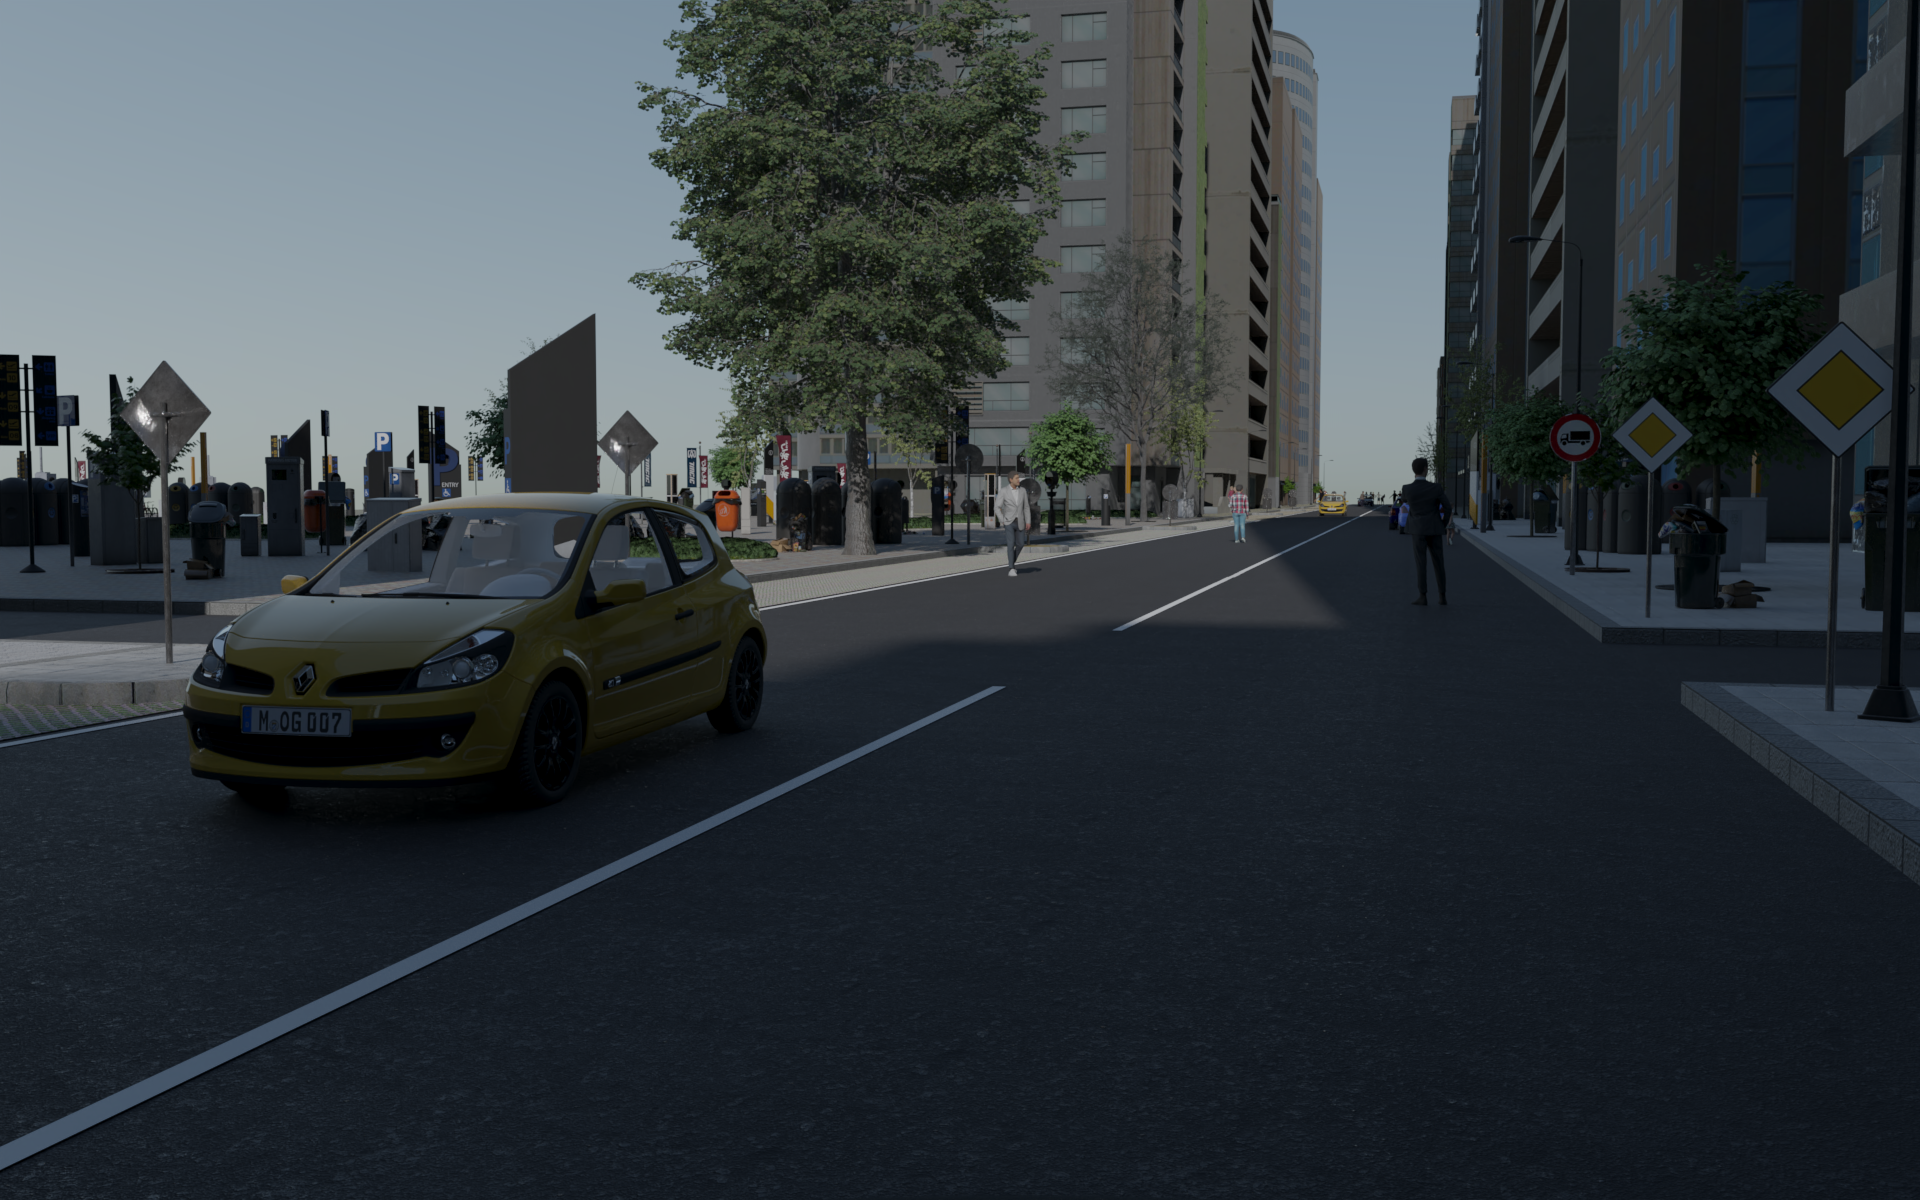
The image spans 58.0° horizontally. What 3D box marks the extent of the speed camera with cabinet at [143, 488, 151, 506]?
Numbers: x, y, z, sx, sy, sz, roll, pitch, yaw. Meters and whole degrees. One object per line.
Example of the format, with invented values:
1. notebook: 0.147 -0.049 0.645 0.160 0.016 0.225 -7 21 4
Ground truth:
1. speed camera with cabinet: -49.743 -6.771 105.040 0.660 3.252 2.038 0 4 -4

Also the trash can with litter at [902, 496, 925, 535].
1. trash can with litter: -1.955 -2.691 55.059 1.678 1.210 2.233 1 4 13

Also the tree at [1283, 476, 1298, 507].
1. tree: 31.911 -10.658 168.867 1.663 3.219 1.824 0 3 0

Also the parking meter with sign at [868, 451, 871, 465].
1. parking meter with sign: -4.243 -4.606 71.577 0.543 3.016 1.738 -1 4 -23

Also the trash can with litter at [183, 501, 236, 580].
1. trash can with litter: -11.434 -0.914 26.335 0.624 1.170 1.055 -1 4 -12

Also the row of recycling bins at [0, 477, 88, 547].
1. row of recycling bins: -22.937 -2.240 43.738 1.069 1.692 3.534 1 4 12

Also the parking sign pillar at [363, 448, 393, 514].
1. parking sign pillar: -26.576 -5.547 79.160 1.447 3.967 1.447 3 4 37

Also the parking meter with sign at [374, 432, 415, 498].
1. parking meter with sign: -15.872 -3.248 49.366 0.543 3.016 1.738 1 4 19

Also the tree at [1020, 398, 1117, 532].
1. tree: 3.570 -4.599 58.911 4.285 4.588 4.351 0 3 0

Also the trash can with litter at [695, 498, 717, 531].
1. trash can with litter: -6.469 -1.961 43.443 0.624 1.170 1.055 2 4 35

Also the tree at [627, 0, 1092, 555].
1. tree: -2.145 -7.915 36.068 9.857 13.997 8.962 0 3 0

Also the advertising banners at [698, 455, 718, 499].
1. advertising banners: -11.017 -5.037 78.548 0.090 3.025 2.074 3 5 44

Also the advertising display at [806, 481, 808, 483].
1. advertising display: -7.215 -4.948 86.117 0.974 1.923 0.123 0 4 2

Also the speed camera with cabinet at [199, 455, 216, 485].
1. speed camera with cabinet: -37.569 -5.740 88.178 2.038 3.252 0.660 -3 5 -40

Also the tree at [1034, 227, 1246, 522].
1. tree: 8.403 -10.351 79.614 12.009 13.543 11.850 0 3 0

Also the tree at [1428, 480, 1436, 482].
1. tree: 57.940 -13.344 212.768 1.663 3.219 1.824 0 3 0

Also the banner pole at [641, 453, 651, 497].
1. banner pole: -13.204 -5.054 72.646 0.863 3.779 0.401 3 5 40

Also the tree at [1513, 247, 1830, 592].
1. tree: 10.110 -2.411 23.133 4.285 4.588 4.351 0 3 0

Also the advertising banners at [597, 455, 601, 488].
1. advertising banners: -16.538 -4.944 77.030 0.090 3.025 2.074 2 4 24

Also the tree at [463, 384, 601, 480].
1. tree: -10.549 -3.650 43.393 4.285 4.588 4.351 0 3 0

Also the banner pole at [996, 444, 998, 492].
1. banner pole: 1.854 -5.941 87.157 0.401 3.779 0.863 0 4 4

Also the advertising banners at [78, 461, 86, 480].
1. advertising banners: -45.170 -5.760 90.368 2.074 3.025 0.090 1 4 19

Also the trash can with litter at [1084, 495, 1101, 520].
1. trash can with litter: 6.716 -4.718 88.196 1.678 1.210 2.233 1 4 16

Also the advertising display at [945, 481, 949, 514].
1. advertising display: -0.912 -4.718 82.347 0.123 1.923 0.974 3 5 43

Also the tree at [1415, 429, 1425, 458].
1. tree: 47.427 -13.573 172.287 4.737 8.622 4.395 0 3 0

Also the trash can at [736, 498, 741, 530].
1. trash can: -8.067 -3.129 62.817 0.748 1.137 0.748 0 3 0

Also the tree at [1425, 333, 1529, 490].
1. tree: 23.832 -7.849 78.698 4.737 8.622 4.395 0 3 0

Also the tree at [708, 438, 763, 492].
1. tree: -12.754 -6.989 97.988 4.285 4.588 4.351 0 3 0

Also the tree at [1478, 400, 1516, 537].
1. tree: 17.174 -4.156 51.668 4.285 4.588 4.351 0 3 0

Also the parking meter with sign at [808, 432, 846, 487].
1. parking meter with sign: -3.786 -3.118 47.247 1.738 3.016 0.543 -1 4 -22

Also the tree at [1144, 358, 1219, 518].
1. tree: 11.892 -8.665 92.032 4.737 8.622 4.395 0 3 0

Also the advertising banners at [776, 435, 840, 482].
1. advertising banners: -4.584 -3.394 51.673 2.074 3.025 0.090 -2 4 -35

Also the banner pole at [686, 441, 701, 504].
1. banner pole: -12.561 -5.640 82.227 0.863 3.779 0.401 -1 4 -10

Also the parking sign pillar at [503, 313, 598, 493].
1. parking sign pillar: -6.083 -2.280 25.750 1.447 3.967 1.447 -2 4 -28

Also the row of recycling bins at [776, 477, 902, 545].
1. row of recycling bins: -3.004 -2.252 43.926 3.534 1.692 1.069 -2 4 -35

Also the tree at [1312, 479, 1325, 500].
1. tree: 46.479 -14.071 224.665 1.663 3.219 1.824 0 3 0

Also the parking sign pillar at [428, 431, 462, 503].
1. parking sign pillar: -21.683 -5.163 72.891 1.447 3.967 1.447 -2 4 -31

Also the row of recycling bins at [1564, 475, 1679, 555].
1. row of recycling bins: 14.439 -1.907 38.286 1.069 1.692 3.534 0 4 -4

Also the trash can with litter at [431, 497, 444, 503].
1. trash can with litter: -18.523 -3.111 62.257 0.624 1.170 1.055 2 4 24

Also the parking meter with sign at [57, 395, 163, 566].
1. parking meter with sign: -15.321 -2.144 31.323 0.543 3.016 1.738 2 4 30

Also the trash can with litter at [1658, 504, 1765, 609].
1. trash can with litter: 8.487 -0.499 19.541 1.055 1.170 0.624 -1 4 -17

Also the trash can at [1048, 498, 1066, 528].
1. trash can: 3.677 -3.276 65.215 0.748 1.137 0.748 0 3 0

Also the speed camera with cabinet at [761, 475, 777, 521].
1. speed camera with cabinet: -8.928 -5.456 83.542 0.660 3.252 2.038 -2 4 -29

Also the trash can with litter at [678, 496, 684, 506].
1. trash can with litter: -13.170 -4.224 80.121 2.233 1.210 1.678 3 4 37

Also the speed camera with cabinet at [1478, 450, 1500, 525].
1. speed camera with cabinet: 22.401 -4.846 73.562 0.660 3.252 2.038 2 4 32

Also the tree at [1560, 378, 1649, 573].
1. tree: 10.706 -2.081 28.618 1.663 3.219 1.824 0 3 0

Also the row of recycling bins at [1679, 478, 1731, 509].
1. row of recycling bins: 18.145 -2.327 45.155 3.534 1.692 1.069 1 4 14

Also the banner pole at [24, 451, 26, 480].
1. banner pole: -53.798 -6.696 99.495 0.401 3.779 0.863 0 4 -8

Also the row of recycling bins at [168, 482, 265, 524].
1. row of recycling bins: -25.978 -3.235 60.001 3.534 1.692 1.069 1 4 20

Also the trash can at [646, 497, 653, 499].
1. trash can: -15.290 -4.440 84.242 0.748 1.137 0.748 0 3 0

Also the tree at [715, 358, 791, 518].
1. tree: -11.152 -8.675 92.203 4.737 8.622 4.395 0 3 0

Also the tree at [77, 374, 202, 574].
1. tree: -13.510 -2.053 28.167 1.663 3.219 1.824 0 3 0

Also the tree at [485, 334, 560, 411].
1. tree: -19.108 -7.859 78.855 4.360 8.622 3.978 0 3 0

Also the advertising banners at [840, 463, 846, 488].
1. advertising banners: -5.931 -6.215 97.796 2.074 3.025 0.090 0 4 8

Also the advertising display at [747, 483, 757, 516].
1. advertising display: -12.016 -5.860 101.021 0.974 1.923 0.123 1 4 21

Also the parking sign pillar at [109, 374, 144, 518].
1. parking sign pillar: -19.058 -3.129 39.634 1.447 3.967 1.447 -1 4 -15

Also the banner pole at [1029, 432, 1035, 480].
1. banner pole: 2.901 -4.869 69.620 0.401 3.779 0.863 1 4 21

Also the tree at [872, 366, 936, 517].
1. tree: -2.667 -8.784 93.976 4.737 8.622 4.395 0 3 0

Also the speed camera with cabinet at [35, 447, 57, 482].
1. speed camera with cabinet: -38.366 -4.743 71.889 0.660 3.252 2.038 0 4 6

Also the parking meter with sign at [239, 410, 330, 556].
1. parking meter with sign: -13.968 -2.419 35.818 1.738 3.016 0.543 -1 4 -11
